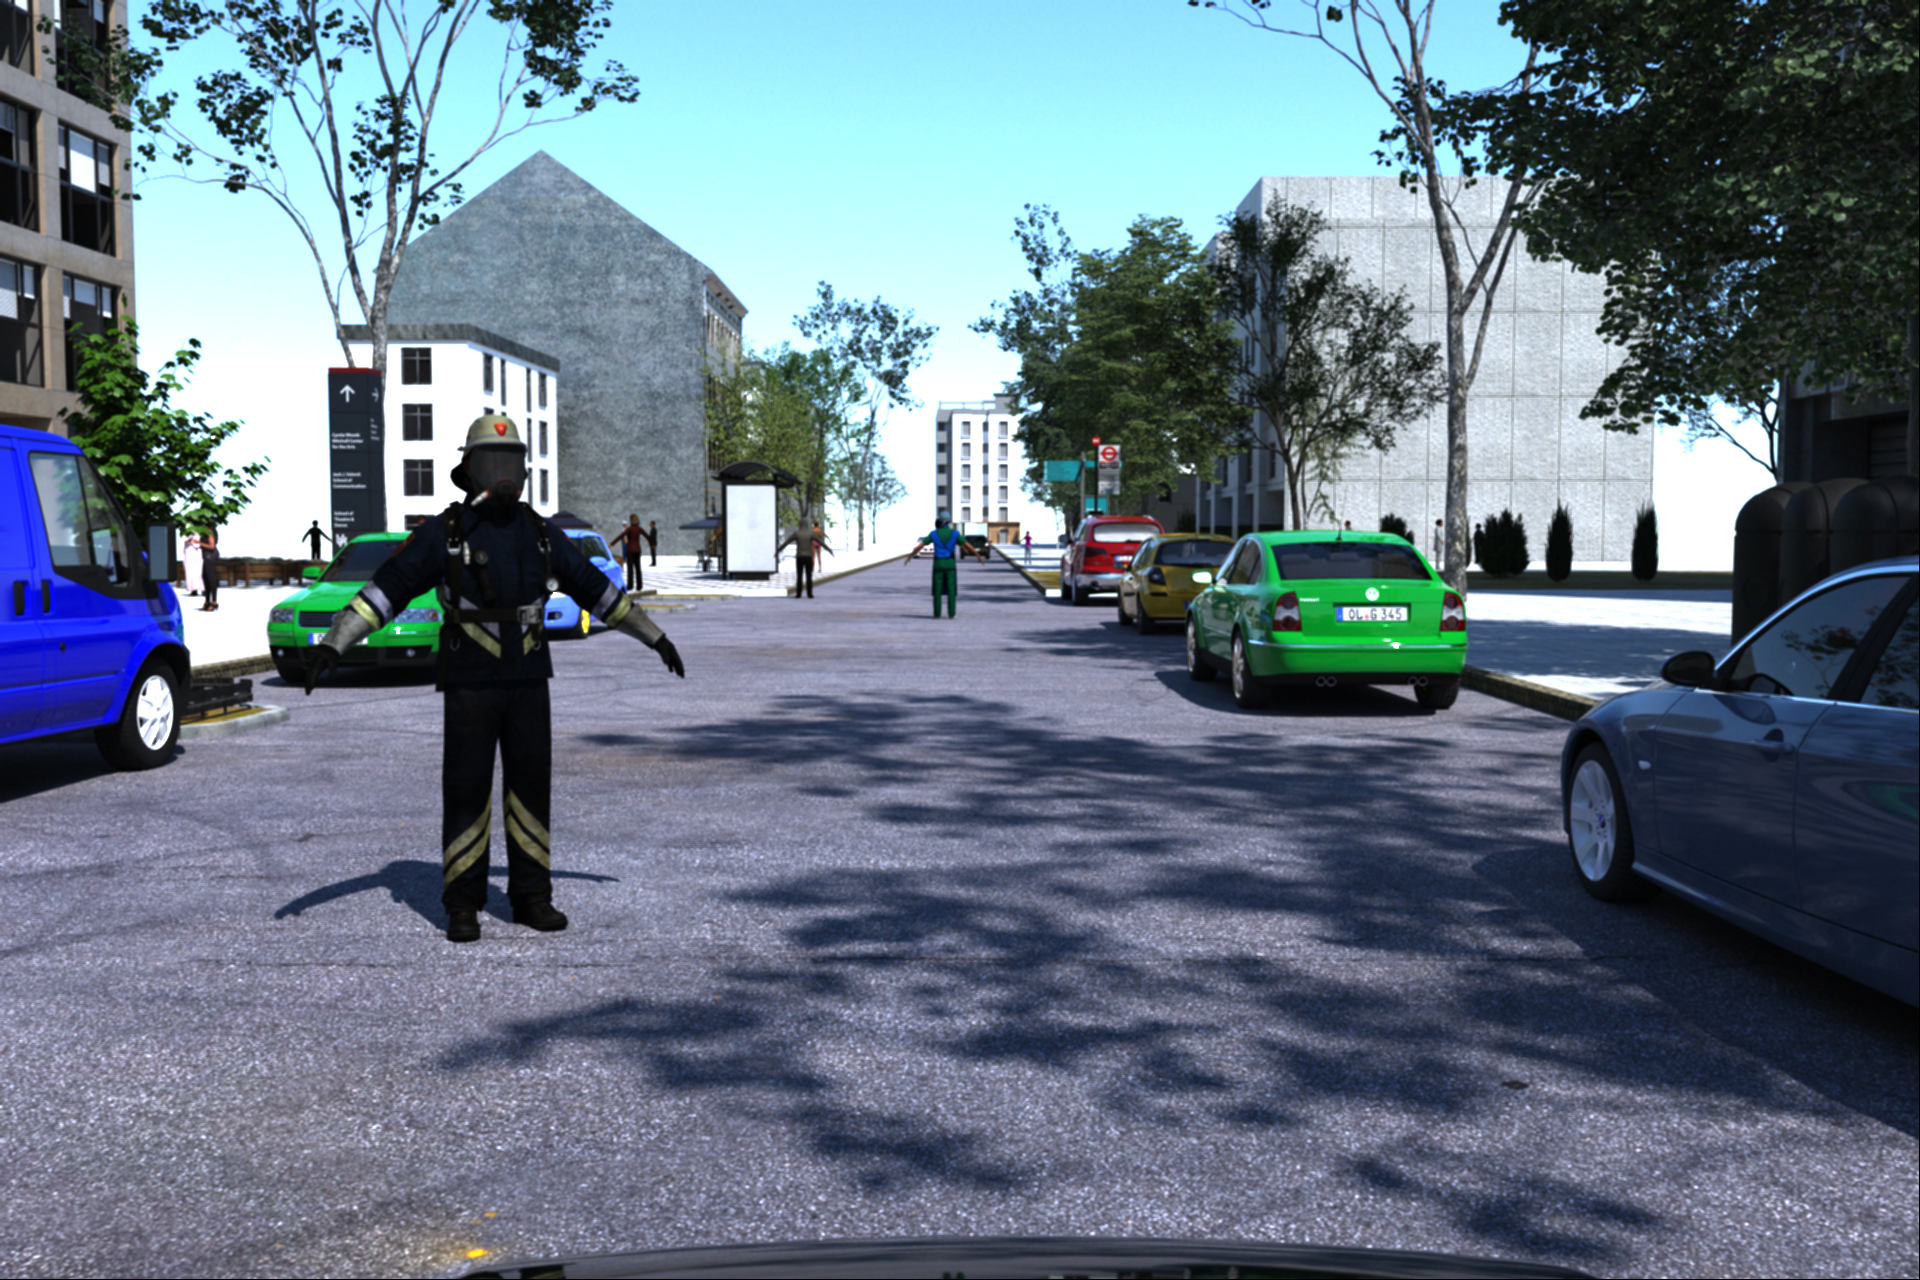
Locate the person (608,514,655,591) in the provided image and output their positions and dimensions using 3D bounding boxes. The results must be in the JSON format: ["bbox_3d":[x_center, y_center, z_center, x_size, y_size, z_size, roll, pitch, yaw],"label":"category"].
[{"bbox_3d":[-7.396,-1.973,39.059,1.215,1.729,0.721,-3,5,-42],"label":"person"}]

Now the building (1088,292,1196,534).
[{"bbox_3d":[25.613,-19.486,162.569,27.936,21.610,32.646,0,4,1],"label":"building"}]

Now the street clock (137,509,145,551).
[{"bbox_3d":[-9.558,-0.958,20.241,0.358,2.002,0.471,0,4,0],"label":"street clock"}]

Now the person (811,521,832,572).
[{"bbox_3d":[-4.914,-3.187,58.909,1.217,1.733,0.721,-2,4,-23],"label":"person"}]

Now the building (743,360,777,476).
[{"bbox_3d":[-26.316,-20.367,189.414,16.016,20.090,11.380,0,4,0],"label":"building"}]

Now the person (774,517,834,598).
[{"bbox_3d":[-3.478,-1.840,38.667,1.348,1.813,0.705,0,4,-4],"label":"person"}]

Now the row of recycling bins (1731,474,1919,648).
[{"bbox_3d":[6.571,-0.322,12.376,1.069,1.692,3.534,0,4,0],"label":"row of recycling bins"}]

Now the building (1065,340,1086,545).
[{"bbox_3d":[25.926,-21.707,198.890,27.936,21.610,32.646,0,4,1],"label":"building"}]

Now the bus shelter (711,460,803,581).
[{"bbox_3d":[-5.781,-3.433,50.058,2.014,3.302,5.546,0,3,0],"label":"bus shelter"}]

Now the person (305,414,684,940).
[{"bbox_3d":[-1.656,0.124,6.213,1.354,1.856,0.705,-2,4,-32],"label":"person"}]

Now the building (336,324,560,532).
[{"bbox_3d":[-23.773,-8.642,83.439,9.099,9.664,28.070,0,4,1],"label":"building"}]

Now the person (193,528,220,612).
[{"bbox_3d":[-12.542,-1.300,28.762,0.593,1.643,0.415,2,4,27],"label":"person"}]

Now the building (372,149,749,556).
[{"bbox_3d":[-23.959,-16.977,108.499,19.493,23.208,18.063,0,4,0],"label":"building"}]

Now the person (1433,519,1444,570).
[{"bbox_3d":[17.162,-3.411,61.951,0.705,1.806,1.347,1,4,13],"label":"person"}]

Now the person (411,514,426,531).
[{"bbox_3d":[-15.236,-2.636,49.027,1.347,1.837,0.705,0,4,-2],"label":"person"}]

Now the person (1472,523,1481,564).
[{"bbox_3d":[22.152,-4.139,74.397,0.721,1.740,1.216,2,4,31],"label":"person"}]

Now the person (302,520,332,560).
[{"bbox_3d":[-23.921,-3.559,64.370,1.347,1.806,0.705,1,4,15],"label":"person"}]

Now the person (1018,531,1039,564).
[{"bbox_3d":[2.913,-3.937,73.636,0.991,1.433,0.599,2,4,25],"label":"person"}]

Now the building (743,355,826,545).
[{"bbox_3d":[-26.619,-23.294,211.781,19.493,23.208,18.063,0,4,1],"label":"building"}]

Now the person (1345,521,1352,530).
[{"bbox_3d":[14.709,-3.643,65.841,0.705,1.796,1.348,3,4,36],"label":"person"}]

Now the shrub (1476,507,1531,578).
[{"bbox_3d":[15.977,-2.867,50.917,1.661,2.075,1.752,0,3,0],"label":"shrub"}]

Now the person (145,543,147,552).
[{"bbox_3d":[-20.730,-2.329,44.213,1.346,1.812,0.704,1,4,21],"label":"person"}]

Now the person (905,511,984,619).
[{"bbox_3d":[-0.262,-1.263,29.235,1.347,1.817,0.704,0,4,-2],"label":"person"}]

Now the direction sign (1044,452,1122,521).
[{"bbox_3d":[3.979,-4.089,55.622,2.525,3.948,1.411,0,3,0],"label":"direction sign"}]

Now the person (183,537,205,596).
[{"bbox_3d":[-15.765,-1.769,35.642,0.551,1.740,0.621,-2,4,-32],"label":"person"}]

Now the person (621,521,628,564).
[{"bbox_3d":[-14.533,-4.243,75.228,0.705,1.847,1.347,-1,4,-11],"label":"person"}]

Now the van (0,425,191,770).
[{"bbox_3d":[-5.841,-0.271,8.809,2.240,2.365,5.245,0,4,1],"label":"van"}]

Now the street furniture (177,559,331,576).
[{"bbox_3d":[-21.802,-2.375,54.459,10.072,0.657,5.734,-1,4,-8],"label":"street furniture"}]

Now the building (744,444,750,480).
[{"bbox_3d":[-24.078,-13.619,164.820,9.099,9.664,28.070,0,3,0],"label":"building"}]

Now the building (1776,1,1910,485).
[{"bbox_3d":[25.965,-13.140,32.100,12.078,24.872,19.932,0,4,1],"label":"building"}]

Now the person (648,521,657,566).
[{"bbox_3d":[-12.269,-3.844,69.066,0.704,1.802,1.346,0,4,-4],"label":"person"}]

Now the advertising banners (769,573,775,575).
[{"bbox_3d":[-5.980,-3.609,55.195,0.090,3.025,2.074,0,4,2],"label":"advertising banners"}]

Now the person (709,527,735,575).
[{"bbox_3d":[-7.323,-2.988,54.620,1.354,1.858,0.705,-2,4,-30],"label":"person"}]

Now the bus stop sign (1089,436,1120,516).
[{"bbox_3d":[3.942,-3.591,47.411,0.855,3.939,0.416,0,4,-1],"label":"bus stop sign"}]

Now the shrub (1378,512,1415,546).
[{"bbox_3d":[14.404,-3.266,57.826,1.690,2.028,1.600,0,3,0],"label":"shrub"}]

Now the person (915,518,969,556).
[{"bbox_3d":[-0.464,-2.118,43.231,1.345,1.843,0.704,1,4,8],"label":"person"}]

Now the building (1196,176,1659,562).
[{"bbox_3d":[23.315,-13.933,94.258,16.747,18.905,31.486,0,4,0],"label":"building"}]
